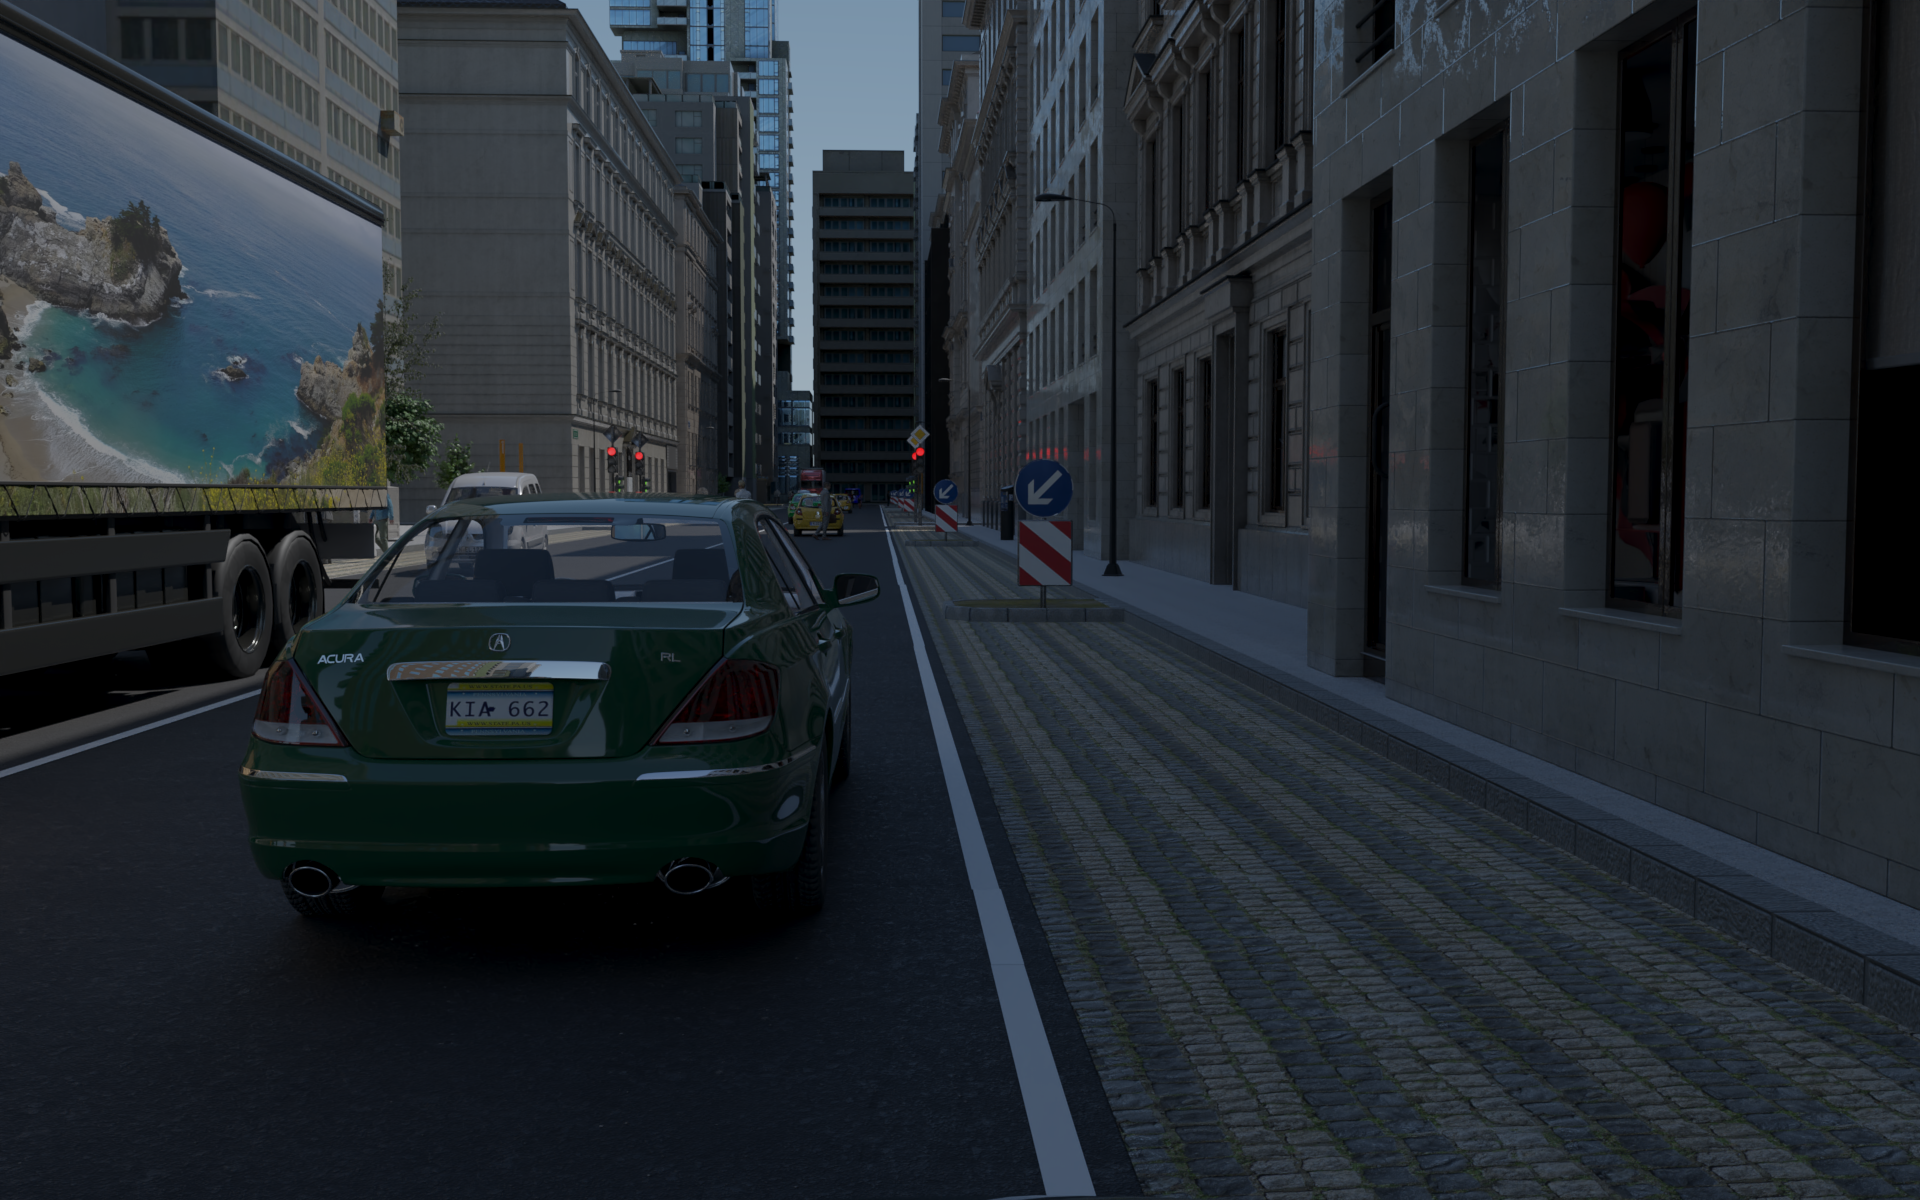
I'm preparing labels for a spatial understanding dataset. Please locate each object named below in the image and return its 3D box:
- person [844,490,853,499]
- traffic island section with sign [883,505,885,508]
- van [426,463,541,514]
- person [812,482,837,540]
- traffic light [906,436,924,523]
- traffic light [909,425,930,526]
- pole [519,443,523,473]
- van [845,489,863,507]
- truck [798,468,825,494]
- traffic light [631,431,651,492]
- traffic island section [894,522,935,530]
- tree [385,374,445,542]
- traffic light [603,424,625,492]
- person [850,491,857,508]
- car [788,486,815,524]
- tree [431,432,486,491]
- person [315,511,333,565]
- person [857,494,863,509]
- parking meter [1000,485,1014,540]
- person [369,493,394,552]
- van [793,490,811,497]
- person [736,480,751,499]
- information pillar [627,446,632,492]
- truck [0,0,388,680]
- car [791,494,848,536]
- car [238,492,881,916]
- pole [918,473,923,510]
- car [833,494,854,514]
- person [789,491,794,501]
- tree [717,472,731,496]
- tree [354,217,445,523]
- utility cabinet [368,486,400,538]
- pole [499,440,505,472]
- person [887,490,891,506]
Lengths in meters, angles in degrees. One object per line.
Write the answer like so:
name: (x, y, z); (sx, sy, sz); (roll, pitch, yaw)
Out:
person: (-10.559, -9.308, 160.651); (1.348, 1.831, 0.705); (1, 4, 8)
traffic island section with sign: (-6.839, -10.463, 179.689); (1.989, 1.847, 2.006); (0, 4, -3)
van: (-8.713, -1.531, 32.048); (2.013, 2.044, 4.112); (0, 4, -5)
person: (-4.174, -2.773, 53.954); (0.853, 1.813, 0.709); (-2, 4, -25)
traffic light: (-2.015, -5.444, 77.934); (0.839, 4.253, 0.868); (0, 4, -3)
traffic light: (-1.633, -4.956, 69.958); (0.839, 4.253, 0.868); (0, 4, -3)
pole: (-17.573, -4.622, 69.410); (0.158, 3.312, 0.155); (0, 3, 0)
van: (-12.017, -11.647, 194.808); (2.240, 2.365, 5.245); (0, 4, -2)
truck: (-15.942, -12.162, 187.754); (2.839, 4.237, 11.283); (0, 4, -3)
traffic light: (-14.261, -5.408, 77.334); (0.839, 4.253, 0.868); (0, 4, -3)
traffic island section: (-1.592, -2.923, 70.074); (2.009, 0.180, 2.903); (0, 4, -3)
tree: (-15.710, -3.871, 47.008); (4.285, 4.588, 4.351); (0, 3, 0)
traffic light: (-13.879, -4.920, 69.358); (0.839, 4.253, 0.868); (0, 4, -3)
person: (-11.121, -10.385, 178.820); (1.217, 1.766, 0.721); (-1, 4, -14)
car: (-7.419, -4.635, 84.582); (1.959, 1.807, 4.718); (0, 4, -2)
tree: (-15.588, -3.638, 54.091); (1.663, 3.219, 1.824); (0, 3, 0)
person: (-12.972, -1.640, 35.119); (0.447, 1.846, 0.655); (0, 4, -3)
person: (-9.753, -9.670, 169.833); (0.421, 1.427, 0.697); (-3, 4, -38)
parking meter: (1.313, -2.433, 48.183); (0.372, 1.533, 0.369); (0, 3, 0)
person: (-12.160, -1.688, 36.445); (0.444, 1.785, 0.601); (-3, 5, -42)
van: (-15.589, -10.134, 172.710); (2.013, 2.044, 4.112); (0, 4, -4)
person: (-5.542, -2.185, 44.449); (0.478, 1.798, 0.641); (-2, 4, -25)
information pillar: (-16.292, -5.751, 85.386); (0.183, 3.616, 0.504); (1, 4, 11)
truck: (-6.622, -1.370, 11.316); (2.839, 4.237, 11.283); (0, 4, -2)
car: (-4.879, -3.045, 60.005); (2.015, 1.641, 3.980); (0, 4, -3)
car: (-1.410, 0.272, 7.344); (2.131, 1.459, 4.920); (0, 4, -2)
pole: (-3.042, -8.835, 138.292); (0.158, 3.312, 0.155); (0, 3, 0)
car: (-8.901, -7.255, 128.836); (2.015, 1.641, 3.980); (0, 4, -1)
person: (-18.754, -11.255, 193.230); (0.721, 1.736, 1.217); (2, 4, 25)
tree: (-20.913, -9.530, 150.419); (1.663, 3.219, 1.824); (0, 3, 0)
tree: (-14.784, -5.624, 42.317); (4.360, 8.622, 3.978); (0, 3, 0)
utility cabinet: (-16.499, -2.503, 49.605); (0.318, 1.500, 1.173); (1, 4, 13)
pole: (-17.128, -4.344, 64.872); (0.158, 3.312, 0.155); (0, 3, 0)
person: (-7.630, -10.813, 185.312); (0.705, 1.821, 1.348); (-1, 4, -18)
